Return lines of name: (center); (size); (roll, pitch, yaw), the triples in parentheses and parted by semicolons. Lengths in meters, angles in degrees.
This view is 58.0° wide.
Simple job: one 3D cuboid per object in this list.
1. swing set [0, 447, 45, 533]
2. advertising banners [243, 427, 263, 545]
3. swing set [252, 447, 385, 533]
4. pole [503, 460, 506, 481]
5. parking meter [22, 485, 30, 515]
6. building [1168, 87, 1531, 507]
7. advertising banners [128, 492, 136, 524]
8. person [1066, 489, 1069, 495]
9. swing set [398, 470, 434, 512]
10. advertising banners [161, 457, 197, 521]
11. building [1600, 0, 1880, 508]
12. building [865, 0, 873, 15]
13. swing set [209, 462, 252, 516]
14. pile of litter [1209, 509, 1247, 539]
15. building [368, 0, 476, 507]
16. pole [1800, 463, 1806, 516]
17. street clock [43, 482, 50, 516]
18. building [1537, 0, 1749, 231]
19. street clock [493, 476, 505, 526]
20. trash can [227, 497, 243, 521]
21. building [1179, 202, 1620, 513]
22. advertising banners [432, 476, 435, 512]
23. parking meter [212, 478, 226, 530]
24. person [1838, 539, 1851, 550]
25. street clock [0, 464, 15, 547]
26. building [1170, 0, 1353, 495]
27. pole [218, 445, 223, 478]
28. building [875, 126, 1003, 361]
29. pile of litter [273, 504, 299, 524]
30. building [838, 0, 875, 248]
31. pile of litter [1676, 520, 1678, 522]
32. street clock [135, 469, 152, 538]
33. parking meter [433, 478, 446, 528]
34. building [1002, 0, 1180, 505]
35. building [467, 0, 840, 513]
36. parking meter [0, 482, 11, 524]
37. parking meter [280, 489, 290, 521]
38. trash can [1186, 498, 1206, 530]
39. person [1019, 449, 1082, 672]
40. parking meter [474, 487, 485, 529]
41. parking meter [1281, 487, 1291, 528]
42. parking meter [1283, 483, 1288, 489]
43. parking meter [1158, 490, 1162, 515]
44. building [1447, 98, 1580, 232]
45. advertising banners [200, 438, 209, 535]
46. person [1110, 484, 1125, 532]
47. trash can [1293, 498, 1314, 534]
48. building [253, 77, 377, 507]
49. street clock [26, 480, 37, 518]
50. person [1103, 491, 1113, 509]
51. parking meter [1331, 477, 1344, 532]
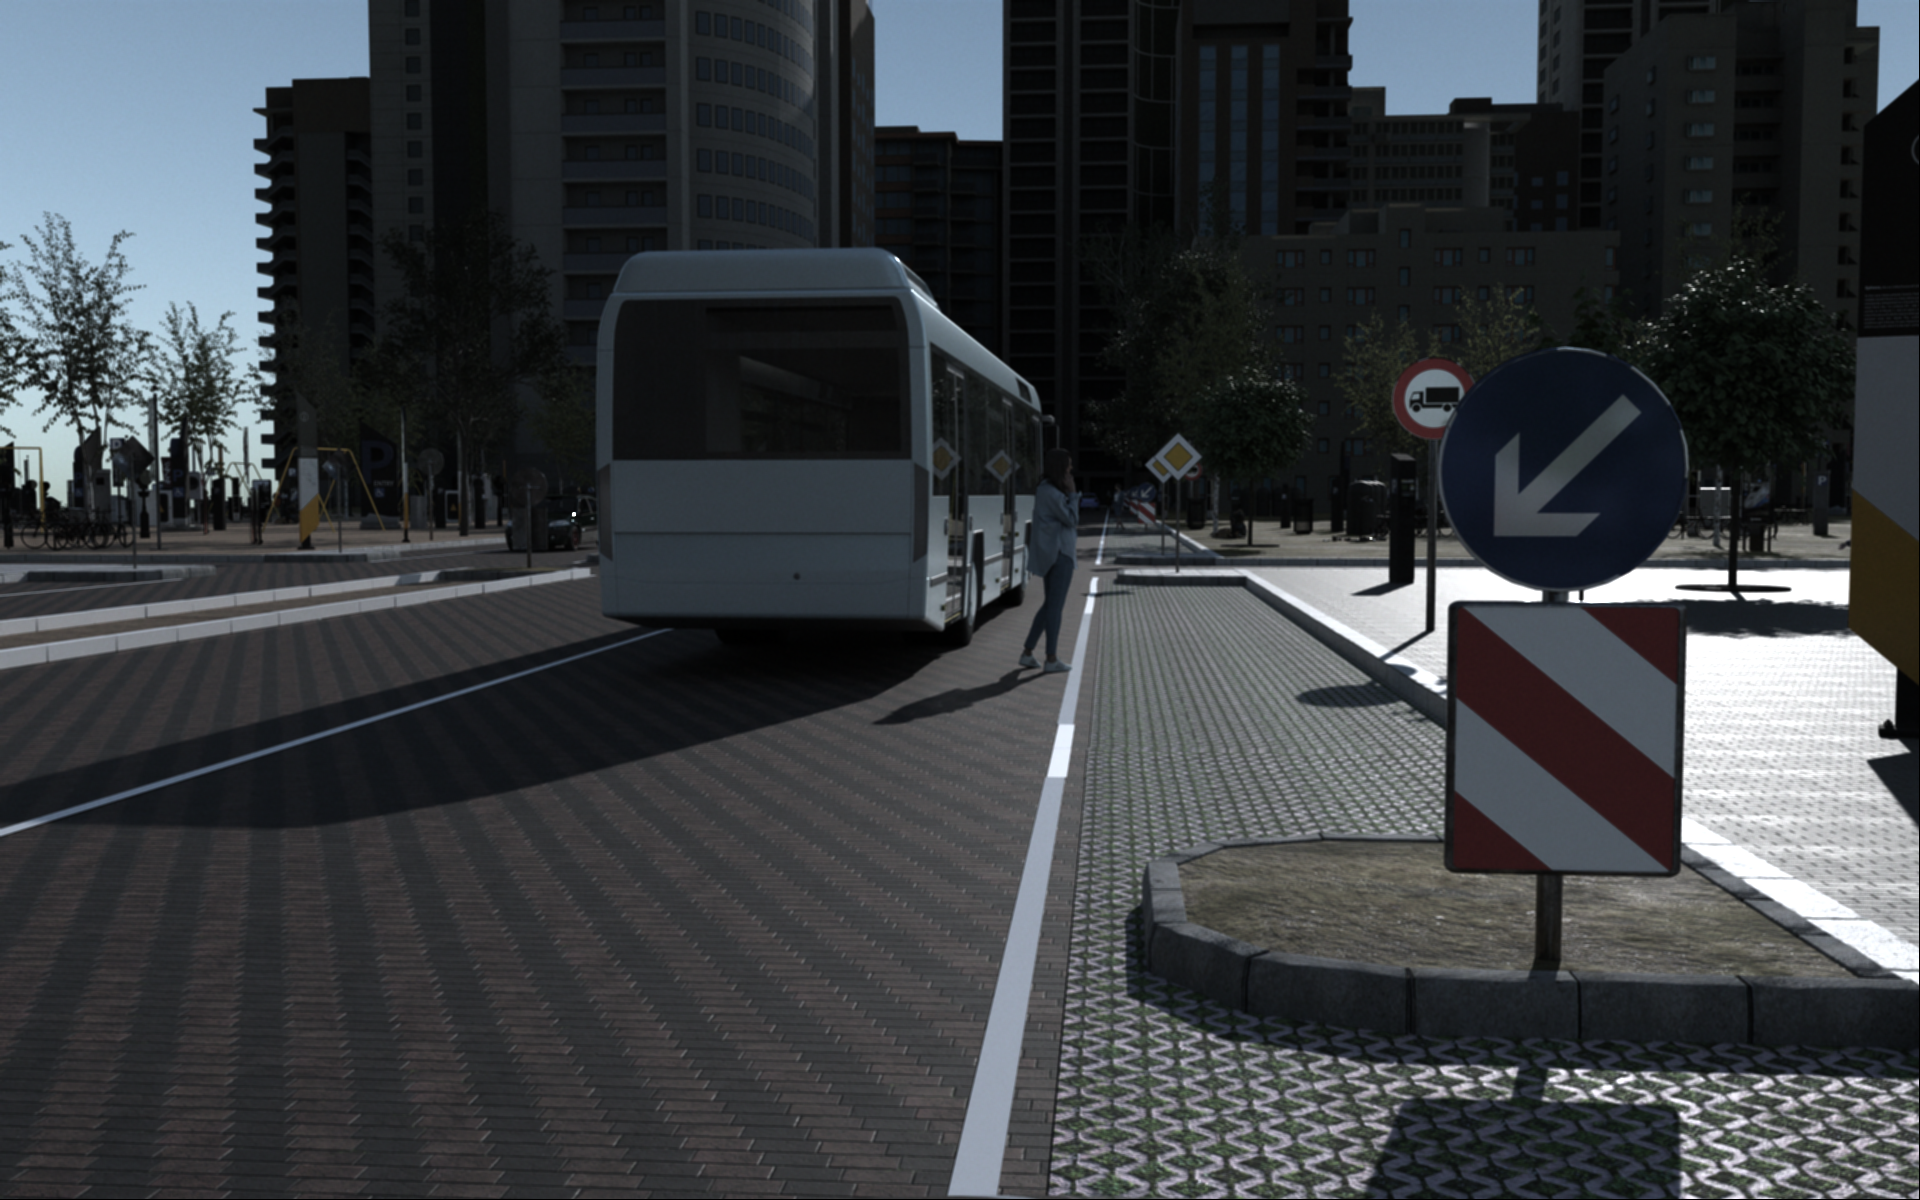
swing set: (-32.127, -3.652, 57.333); (3.119, 2.851, 2.862); (-2, 4, -26)
advertising banners: (-18.197, -2.958, 44.550); (0.090, 3.025, 2.074); (-2, 4, -32)
swing set: (-21.744, -3.751, 58.956); (2.862, 2.851, 3.119); (1, 4, 16)
pole: (-27.168, -6.699, 103.371); (0.158, 3.312, 0.155); (0, 3, 0)
parking meter: (-58.077, -6.235, 107.654); (0.255, 1.863, 0.399); (0, 4, 3)
building: (36.684, -29.249, 170.101); (32.217, 40.220, 23.993); (0, 4, 5)
advertising banners: (-34.818, -4.711, 73.217); (0.090, 3.025, 2.074); (-1, 4, -9)
person: (5.893, -5.259, 94.587); (0.391, 1.810, 0.635); (-1, 4, -18)
swing set: (-35.965, -7.093, 113.598); (2.862, 2.851, 3.119); (0, 4, -6)
advertising banners: (-36.547, -5.219, 81.513); (2.074, 3.025, 0.090); (0, 4, 1)
building: (76.042, -33.332, 168.674); (21.600, 48.544, 21.300); (0, 4, 5)
building: (-21.131, -52.706, 174.415); (31.000, 86.520, 22.319); (0, 4, 5)
swing set: (-35.953, -5.462, 86.926); (2.862, 2.851, 3.119); (0, 4, -4)
pile of litter: (7.797, -2.220, 50.269); (1.176, 0.858, 1.719); (2, 4, 28)
building: (-46.664, -45.313, 179.119); (20.611, 71.187, 20.563); (0, 4, 5)
pole: (45.416, -6.082, 93.288); (0.158, 3.312, 0.155); (0, 3, 0)
street clock: (-53.306, -5.895, 100.957); (0.471, 2.002, 0.358); (0, 4, 8)
building: (79.199, -46.579, 199.816); (20.611, 71.187, 20.563); (0, 4, 5)
street clock: (-18.235, -3.915, 68.581); (0.471, 2.002, 0.358); (-1, 4, -18)
trash can: (-34.627, -4.348, 82.737); (0.748, 1.137, 0.748); (0, 3, 0)
building: (30.712, -17.392, 129.399); (27.650, 21.520, 28.899); (0, 4, 5)
advertising banners: (-32.665, -6.872, 108.549); (2.074, 3.025, 0.090); (3, 5, 41)
parking meter: (-26.266, -3.405, 61.375); (0.399, 1.863, 0.255); (0, 4, 5)
person: (16.922, -1.103, 32.027); (0.738, 1.151, 1.012); (-3, 4, -36)
street clock: (-23.128, -2.293, 42.064); (0.358, 2.002, 0.471); (-1, 4, -21)
building: (25.914, -30.659, 151.388); (14.600, 45.320, 14.200); (0, 4, 5)
pole: (-30.966, -4.817, 72.594); (0.158, 3.312, 0.155); (0, 3, 0)
building: (-8.714, -33.921, 209.237); (28.867, 44.769, 22.147); (0, 4, 5)
pile of litter: (-28.910, -3.682, 74.171); (1.176, 0.858, 1.719); (0, 4, 6)
building: (-15.060, -30.461, 148.141); (14.600, 45.320, 14.200); (0, 4, 5)
pile of litter: (32.476, -3.944, 78.457); (1.176, 0.858, 1.719); (-1, 4, -14)
street clock: (-23.732, -2.802, 50.375); (0.358, 2.002, 0.471); (2, 4, 24)
parking meter: (-19.430, -3.606, 64.666); (0.399, 1.863, 0.255); (-2, 4, -28)
building: (15.845, -46.913, 205.287); (20.611, 71.187, 20.563); (0, 4, 5)
building: (-21.445, -35.783, 127.048); (21.231, 58.520, 28.212); (0, 4, 5)
parking meter: (-41.328, -4.236, 74.969); (0.399, 1.863, 0.255); (0, 4, -5)
parking meter: (-32.535, -4.584, 83.357); (0.372, 1.533, 0.369); (0, 3, 0)
trash can: (8.550, -3.127, 62.773); (0.748, 1.137, 0.748); (0, 3, 0)
person: (0.725, -0.320, 14.003); (0.793, 1.790, 0.793); (-3, 5, -43)
parking meter: (-17.737, -3.397, 63.954); (0.372, 1.533, 0.369); (0, 3, 0)
parking meter: (12.283, -3.479, 65.295); (0.372, 1.533, 0.369); (0, 3, 0)
parking meter: (17.226, -5.261, 91.722); (0.255, 1.863, 0.399); (0, 4, 2)
parking meter: (12.074, -5.855, 104.147); (0.372, 1.533, 0.369); (0, 3, 0)
building: (61.577, -33.564, 198.884); (14.200, 45.320, 14.600); (0, 4, 5)
advertising banners: (-23.822, -3.572, 54.592); (0.090, 3.025, 2.074); (-1, 4, -19)
person: (5.929, -3.417, 64.395); (0.654, 1.822, 0.581); (-2, 4, -28)
trash can: (11.069, -2.702, 55.833); (0.748, 1.137, 0.748); (0, 3, 0)
building: (-64.446, -32.655, 184.027); (14.200, 45.320, 14.600); (0, 4, 5)
street clock: (-47.192, -5.108, 88.083); (0.471, 2.002, 0.358); (-3, 5, -44)
person: (13.847, -9.349, 162.080); (1.217, 1.736, 0.721); (-3, 4, -37)
parking meter: (12.759, -3.233, 58.568); (0.255, 1.863, 0.399); (-3, 5, -39)
